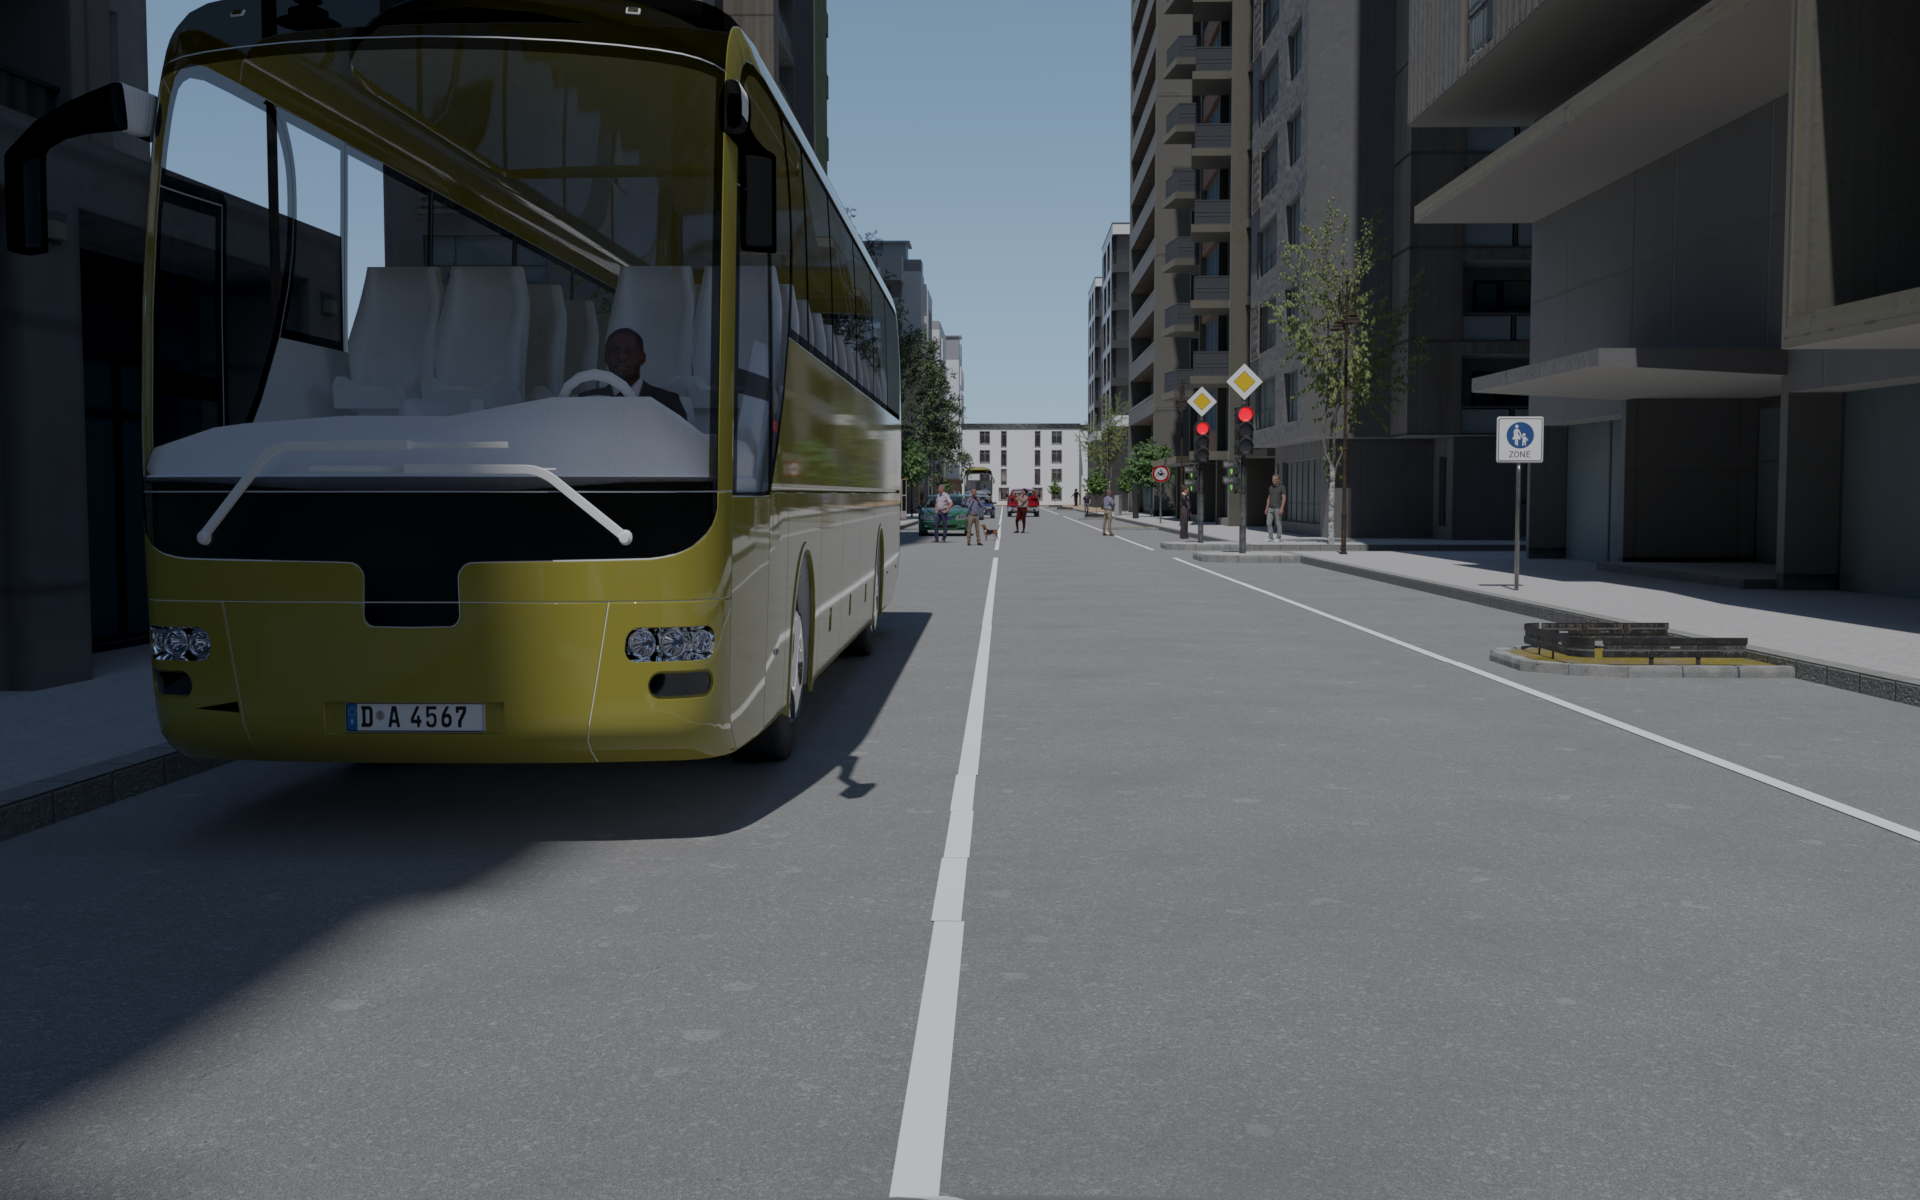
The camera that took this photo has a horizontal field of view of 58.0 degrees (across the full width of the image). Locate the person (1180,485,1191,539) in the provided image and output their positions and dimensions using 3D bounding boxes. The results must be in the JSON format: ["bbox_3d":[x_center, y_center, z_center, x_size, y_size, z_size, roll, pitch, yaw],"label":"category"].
[{"bbox_3d":[7.247,-2.807,55.194,0.445,1.727,0.742,-1,4,-13],"label":"person"}]

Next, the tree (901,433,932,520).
[{"bbox_3d":[-3.099,-6.355,87.611,4.285,4.588,4.351,0,3,0],"label":"tree"}]

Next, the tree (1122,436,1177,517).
[{"bbox_3d":[10.757,-6.936,97.118,4.285,4.588,4.351,0,3,0],"label":"tree"}]

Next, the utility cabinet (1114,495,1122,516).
[{"bbox_3d":[9.342,-5.579,102.371,0.306,1.237,1.020,1,4,16],"label":"utility cabinet"}]

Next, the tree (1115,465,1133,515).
[{"bbox_3d":[10.488,-6.951,108.243,1.663,3.219,1.824,0,3,0],"label":"tree"}]

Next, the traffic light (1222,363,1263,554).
[{"bbox_3d":[6.086,-2.960,37.319,0.839,4.253,0.868,0,4,1],"label":"traffic light"}]

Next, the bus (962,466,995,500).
[{"bbox_3d":[1.719,-10.201,158.328,2.896,3.916,12.252,0,4,1],"label":"bus"}]

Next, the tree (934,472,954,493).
[{"bbox_3d":[-1.312,-9.380,147.957,1.663,3.219,1.824,0,3,0],"label":"tree"}]

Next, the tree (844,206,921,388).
[{"bbox_3d":[-4.970,-7.256,53.049,8.767,10.594,7.601,1,4,20],"label":"tree"}]

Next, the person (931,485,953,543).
[{"bbox_3d":[-0.559,-2.536,50.896,0.436,1.711,0.756,-2,4,-30],"label":"person"}]

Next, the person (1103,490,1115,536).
[{"bbox_3d":[5.105,-2.993,59.496,0.319,1.574,0.516,-2,4,-33],"label":"person"}]

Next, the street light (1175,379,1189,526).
[{"bbox_3d":[8.918,-5.925,69.655,0.468,5.910,1.993,0,4,1],"label":"street light"}]

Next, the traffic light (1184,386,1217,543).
[{"bbox_3d":[6.290,-3.448,45.301,0.839,4.253,0.868,0,4,1],"label":"traffic light"}]

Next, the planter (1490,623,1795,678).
[{"bbox_3d":[5.538,0.407,14.480,1.991,0.319,1.994,0,4,1],"label":"planter"}]

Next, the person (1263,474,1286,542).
[{"bbox_3d":[8.375,-2.446,46.162,0.434,1.807,0.598,-2,4,-29],"label":"person"}]

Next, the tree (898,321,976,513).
[{"bbox_3d":[-3.468,-12.119,115.158,9.611,12.733,9.660,0,3,0],"label":"tree"}]

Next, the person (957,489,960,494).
[{"bbox_3d":[-0.195,-11.342,191.464,0.705,1.826,1.348,-1,4,-21],"label":"person"}]

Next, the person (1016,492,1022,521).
[{"bbox_3d":[3.185,-4.870,90.600,0.523,1.526,0.387,-1,4,-21],"label":"person"}]

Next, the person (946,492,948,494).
[{"bbox_3d":[-1.396,-9.356,159.808,1.217,1.735,0.721,-1,4,-21],"label":"person"}]

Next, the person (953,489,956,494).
[{"bbox_3d":[-0.609,-10.821,182.952,0.705,1.826,1.348,0,4,-2],"label":"person"}]

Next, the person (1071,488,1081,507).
[{"bbox_3d":[11.983,-10.590,178.813,1.348,1.869,0.705,-3,4,-38],"label":"person"}]

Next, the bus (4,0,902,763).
[{"bbox_3d":[-2.013,-1.284,12.543,2.896,3.916,12.252,0,4,1],"label":"bus"}]

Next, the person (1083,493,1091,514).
[{"bbox_3d":[8.778,-6.643,119.323,0.569,1.553,0.471,2,4,34],"label":"person"}]

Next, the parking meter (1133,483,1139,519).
[{"bbox_3d":[9.204,-5.196,90.663,0.255,1.863,0.399,1,4,21],"label":"parking meter"}]

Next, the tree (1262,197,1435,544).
[{"bbox_3d":[9.713,-5.727,44.006,4.737,8.622,4.395,0,3,0],"label":"tree"}]

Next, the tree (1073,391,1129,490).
[{"bbox_3d":[10.523,-10.619,123.976,4.737,8.622,4.395,0,3,0],"label":"tree"}]

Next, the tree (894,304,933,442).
[{"bbox_3d":[-3.255,-7.076,66.053,4.360,8.622,3.978,0,3,0],"label":"tree"}]

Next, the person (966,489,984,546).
[{"bbox_3d":[0.409,-2.300,48.162,0.516,1.574,0.319,-1,4,-18],"label":"person"}]

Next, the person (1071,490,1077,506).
[{"bbox_3d":[12.663,-11.283,190.611,0.705,1.812,1.348,2,4,34],"label":"person"}]

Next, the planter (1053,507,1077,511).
[{"bbox_3d":[8.947,-7.770,148.179,1.991,0.319,1.994,0,4,1],"label":"planter"}]

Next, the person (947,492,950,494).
[{"bbox_3d":[-1.362,-10.858,184.026,0.683,1.767,0.568,1,4,14],"label":"person"}]

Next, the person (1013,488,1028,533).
[{"bbox_3d":[2.216,-3.277,63.544,0.566,1.644,0.517,0,4,-6],"label":"person"}]

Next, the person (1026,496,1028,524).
[{"bbox_3d":[3.066,-4.275,82.300,0.435,1.345,0.340,2,4,33],"label":"person"}]
